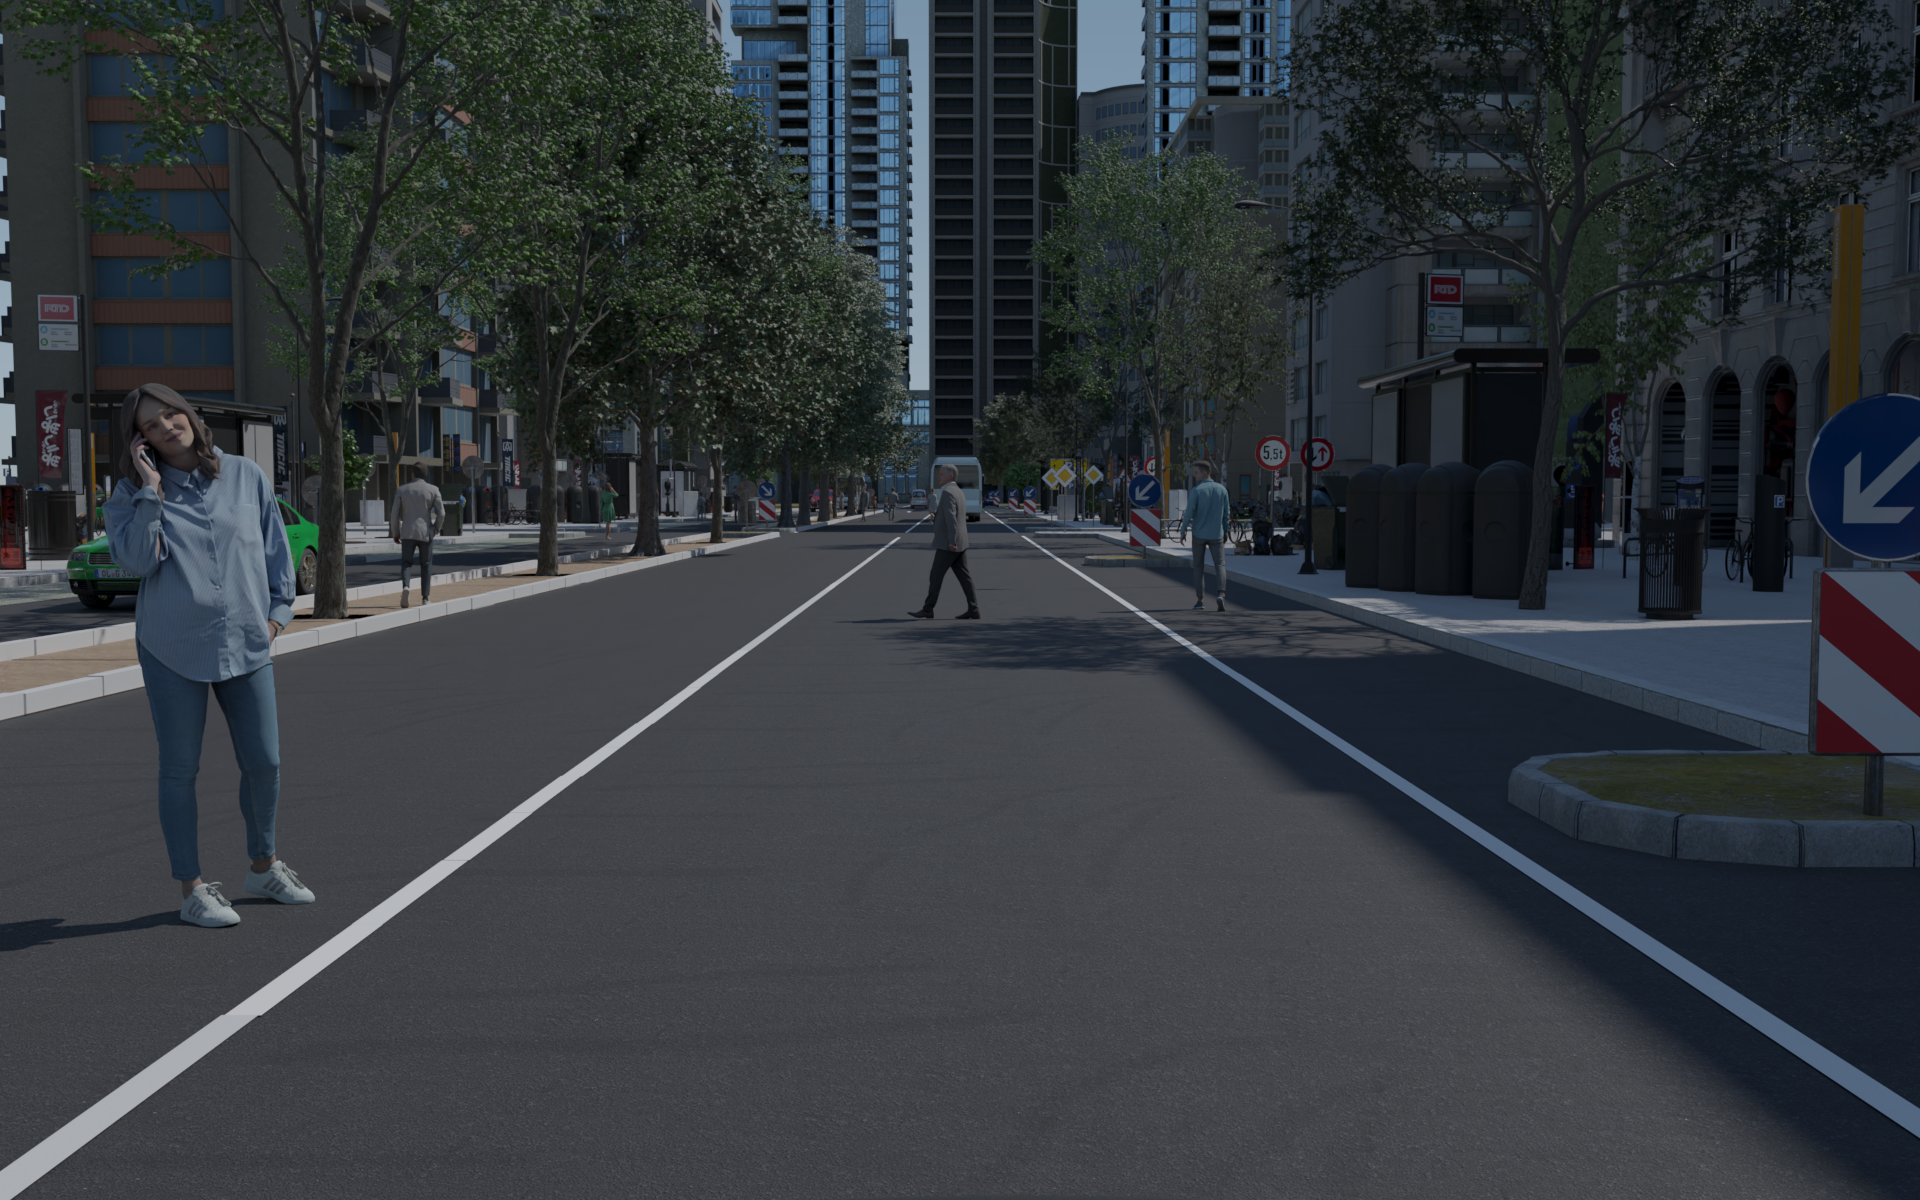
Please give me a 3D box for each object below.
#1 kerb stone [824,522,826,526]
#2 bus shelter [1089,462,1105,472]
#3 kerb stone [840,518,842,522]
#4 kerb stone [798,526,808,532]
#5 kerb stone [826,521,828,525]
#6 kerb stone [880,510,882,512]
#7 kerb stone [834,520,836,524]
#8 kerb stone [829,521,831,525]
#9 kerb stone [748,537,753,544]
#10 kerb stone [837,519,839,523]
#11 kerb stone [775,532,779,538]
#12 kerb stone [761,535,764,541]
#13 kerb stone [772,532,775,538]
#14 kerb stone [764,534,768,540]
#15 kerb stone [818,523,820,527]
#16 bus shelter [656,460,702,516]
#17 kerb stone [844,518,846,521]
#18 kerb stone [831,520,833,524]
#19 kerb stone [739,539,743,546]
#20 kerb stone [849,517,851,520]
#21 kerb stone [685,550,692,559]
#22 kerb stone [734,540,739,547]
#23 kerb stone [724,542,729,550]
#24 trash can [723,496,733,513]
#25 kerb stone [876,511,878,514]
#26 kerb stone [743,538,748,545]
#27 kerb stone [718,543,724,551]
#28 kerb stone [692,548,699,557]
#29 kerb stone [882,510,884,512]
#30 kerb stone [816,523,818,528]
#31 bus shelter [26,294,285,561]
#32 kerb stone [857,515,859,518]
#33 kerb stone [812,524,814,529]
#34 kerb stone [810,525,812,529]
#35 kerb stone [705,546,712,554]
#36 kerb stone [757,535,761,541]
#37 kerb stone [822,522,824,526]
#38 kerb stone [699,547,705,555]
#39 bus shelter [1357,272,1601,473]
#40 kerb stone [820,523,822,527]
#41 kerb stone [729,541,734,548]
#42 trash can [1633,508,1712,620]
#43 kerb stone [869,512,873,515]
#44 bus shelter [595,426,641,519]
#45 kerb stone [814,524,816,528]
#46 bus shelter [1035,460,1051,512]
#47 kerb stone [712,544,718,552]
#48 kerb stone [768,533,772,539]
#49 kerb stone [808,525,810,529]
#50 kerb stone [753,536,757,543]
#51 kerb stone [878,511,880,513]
[{"bbox_3d":[-6.165,-3.342,76.838,0.120,0.150,1.000,0,3,0],"label":"kerb stone"},{"bbox_3d":[8.405,-7.163,111.041,2.014,3.302,5.546,0,3,0],"label":"bus shelter"},{"bbox_3d":[-6.174,-3.970,87.097,0.120,0.150,1.000,0,3,0],"label":"kerb stone"},{"bbox_3d":[-6.152,-2.777,67.599,0.120,0.150,1.000,0,3,0],"label":"kerb stone"},{"bbox_3d":[-6.158,-3.398,77.861,0.120,0.150,1.000,0,3,0],"label":"kerb stone"},{"bbox_3d":[-6.217,-6.729,132.217,0.120,0.150,1.000,0,3,0],"label":"kerb stone"},{"bbox_3d":[-6.166,-3.718,82.988,0.120,0.150,1.000,0,3,0],"label":"kerb stone"},{"bbox_3d":[-6.166,-3.530,79.910,0.120,0.150,1.000,0,3,0],"label":"kerb stone"},{"bbox_3d":[-6.140,-1.679,49.651,0.120,0.150,1.000,0,3,0],"label":"kerb stone"},{"bbox_3d":[-6.169,-3.844,85.045,0.120,0.150,1.000,0,3,0],"label":"kerb stone"},{"bbox_3d":[-6.146,-2.117,56.809,0.120,0.150,1.000,0,3,0],"label":"kerb stone"},{"bbox_3d":[-6.149,-1.867,52.720,0.120,0.150,1.000,0,3,0],"label":"kerb stone"},{"bbox_3d":[-6.143,-2.055,55.787,0.120,0.150,1.000,0,3,0],"label":"kerb stone"},{"bbox_3d":[-6.148,-1.927,53.743,0.120,0.150,1.000,0,3,0],"label":"kerb stone"},{"bbox_3d":[-6.165,-3.153,73.750,0.120,0.150,1.000,0,3,0],"label":"kerb stone"},{"bbox_3d":[-16.949,-6.747,104.242,2.014,3.302,5.546,0,3,0],"label":"bus shelter"},{"bbox_3d":[-6.176,-4.151,90.175,0.120,0.150,1.000,0,3,0],"label":"kerb stone"},{"bbox_3d":[-6.169,-3.593,80.941,0.120,0.150,1.000,0,3,0],"label":"kerb stone"},{"bbox_3d":[-6.145,-1.554,47.605,0.120,0.150,1.000,0,3,0],"label":"kerb stone"},{"bbox_3d":[-6.177,-4.408,94.269,0.120,0.150,1.000,0,3,0],"label":"kerb stone"},{"bbox_3d":[-6.125,-0.984,38.371,0.120,0.150,1.000,0,3,0],"label":"kerb stone"},{"bbox_3d":[-6.143,-1.490,46.584,0.120,0.150,1.000,0,3,0],"label":"kerb stone"},{"bbox_3d":[-6.135,-1.365,44.531,0.120,0.150,1.000,0,3,0],"label":"kerb stone"},{"bbox_3d":[-16.037,-6.618,119.864,0.748,1.137,0.748,0,3,0],"label":"trash can"},{"bbox_3d":[-6.204,-6.290,125.034,0.120,0.150,1.000,0,3,0],"label":"kerb stone"},{"bbox_3d":[-6.143,-1.616,48.629,0.120,0.150,1.000,0,3,0],"label":"kerb stone"},{"bbox_3d":[-6.133,-1.304,43.509,0.120,0.150,1.000,0,3,0],"label":"kerb stone"},{"bbox_3d":[-6.132,-1.052,39.399,0.120,0.150,1.000,0,3,0],"label":"kerb stone"},{"bbox_3d":[-6.204,-6.850,134.268,0.120,0.150,1.000,0,3,0],"label":"kerb stone"},{"bbox_3d":[-6.149,-3.088,72.727,0.120,0.150,1.000,0,3,0],"label":"kerb stone"},{"bbox_3d":[-17.385,-3.660,37.476,2.179,5.291,8.768,0,3,0],"label":"bus shelter"},{"bbox_3d":[-6.185,-4.909,102.458,0.120,0.150,1.000,0,3,0],"label":"kerb stone"},{"bbox_3d":[-6.164,-2.964,70.675,0.120,0.150,1.000,0,3,0],"label":"kerb stone"},{"bbox_3d":[-6.164,-2.902,69.647,0.120,0.150,1.000,0,3,0],"label":"kerb stone"},{"bbox_3d":[-6.134,-1.177,41.445,0.120,0.150,1.000,0,3,0],"label":"kerb stone"},{"bbox_3d":[-6.138,-1.804,51.695,0.120,0.150,1.000,0,3,0],"label":"kerb stone"},{"bbox_3d":[-6.166,-3.279,75.815,0.120,0.150,1.000,0,3,0],"label":"kerb stone"},{"bbox_3d":[-6.138,-1.110,40.421,0.120,0.150,1.000,0,3,0],"label":"kerb stone"},{"bbox_3d":[8.129,-3.151,29.149,2.179,5.291,8.768,0,3,0],"label":"bus shelter"},{"bbox_3d":[-6.160,-3.214,74.785,0.120,0.150,1.000,0,3,0],"label":"kerb stone"},{"bbox_3d":[-6.137,-1.418,45.562,0.120,0.150,1.000,0,3,0],"label":"kerb stone"},{"bbox_3d":[7.312,-0.377,17.814,0.748,1.137,0.748,0,3,0],"label":"trash can"},{"bbox_3d":[-6.193,-5.851,117.852,0.120,0.150,1.000,0,3,0],"label":"kerb stone"},{"bbox_3d":[-17.679,-6.836,89.394,2.179,5.291,8.768,0,3,0],"label":"bus shelter"},{"bbox_3d":[-6.154,-3.025,71.698,0.120,0.150,1.000,0,3,0],"label":"kerb stone"},{"bbox_3d":[6.268,-7.926,120.879,1.731,3.624,6.357,0,3,0],"label":"bus shelter"},{"bbox_3d":[-6.137,-1.241,42.487,0.120,0.150,1.000,0,3,0],"label":"kerb stone"},{"bbox_3d":[-6.150,-1.990,54.765,0.120,0.150,1.000,0,3,0],"label":"kerb stone"},{"bbox_3d":[-6.160,-2.835,68.623,0.120,0.150,1.000,0,3,0],"label":"kerb stone"},{"bbox_3d":[-6.142,-1.739,50.673,0.120,0.150,1.000,0,3,0],"label":"kerb stone"},{"bbox_3d":[-6.206,-6.475,128.108,0.120,0.150,1.000,0,3,0],"label":"kerb stone"}]
